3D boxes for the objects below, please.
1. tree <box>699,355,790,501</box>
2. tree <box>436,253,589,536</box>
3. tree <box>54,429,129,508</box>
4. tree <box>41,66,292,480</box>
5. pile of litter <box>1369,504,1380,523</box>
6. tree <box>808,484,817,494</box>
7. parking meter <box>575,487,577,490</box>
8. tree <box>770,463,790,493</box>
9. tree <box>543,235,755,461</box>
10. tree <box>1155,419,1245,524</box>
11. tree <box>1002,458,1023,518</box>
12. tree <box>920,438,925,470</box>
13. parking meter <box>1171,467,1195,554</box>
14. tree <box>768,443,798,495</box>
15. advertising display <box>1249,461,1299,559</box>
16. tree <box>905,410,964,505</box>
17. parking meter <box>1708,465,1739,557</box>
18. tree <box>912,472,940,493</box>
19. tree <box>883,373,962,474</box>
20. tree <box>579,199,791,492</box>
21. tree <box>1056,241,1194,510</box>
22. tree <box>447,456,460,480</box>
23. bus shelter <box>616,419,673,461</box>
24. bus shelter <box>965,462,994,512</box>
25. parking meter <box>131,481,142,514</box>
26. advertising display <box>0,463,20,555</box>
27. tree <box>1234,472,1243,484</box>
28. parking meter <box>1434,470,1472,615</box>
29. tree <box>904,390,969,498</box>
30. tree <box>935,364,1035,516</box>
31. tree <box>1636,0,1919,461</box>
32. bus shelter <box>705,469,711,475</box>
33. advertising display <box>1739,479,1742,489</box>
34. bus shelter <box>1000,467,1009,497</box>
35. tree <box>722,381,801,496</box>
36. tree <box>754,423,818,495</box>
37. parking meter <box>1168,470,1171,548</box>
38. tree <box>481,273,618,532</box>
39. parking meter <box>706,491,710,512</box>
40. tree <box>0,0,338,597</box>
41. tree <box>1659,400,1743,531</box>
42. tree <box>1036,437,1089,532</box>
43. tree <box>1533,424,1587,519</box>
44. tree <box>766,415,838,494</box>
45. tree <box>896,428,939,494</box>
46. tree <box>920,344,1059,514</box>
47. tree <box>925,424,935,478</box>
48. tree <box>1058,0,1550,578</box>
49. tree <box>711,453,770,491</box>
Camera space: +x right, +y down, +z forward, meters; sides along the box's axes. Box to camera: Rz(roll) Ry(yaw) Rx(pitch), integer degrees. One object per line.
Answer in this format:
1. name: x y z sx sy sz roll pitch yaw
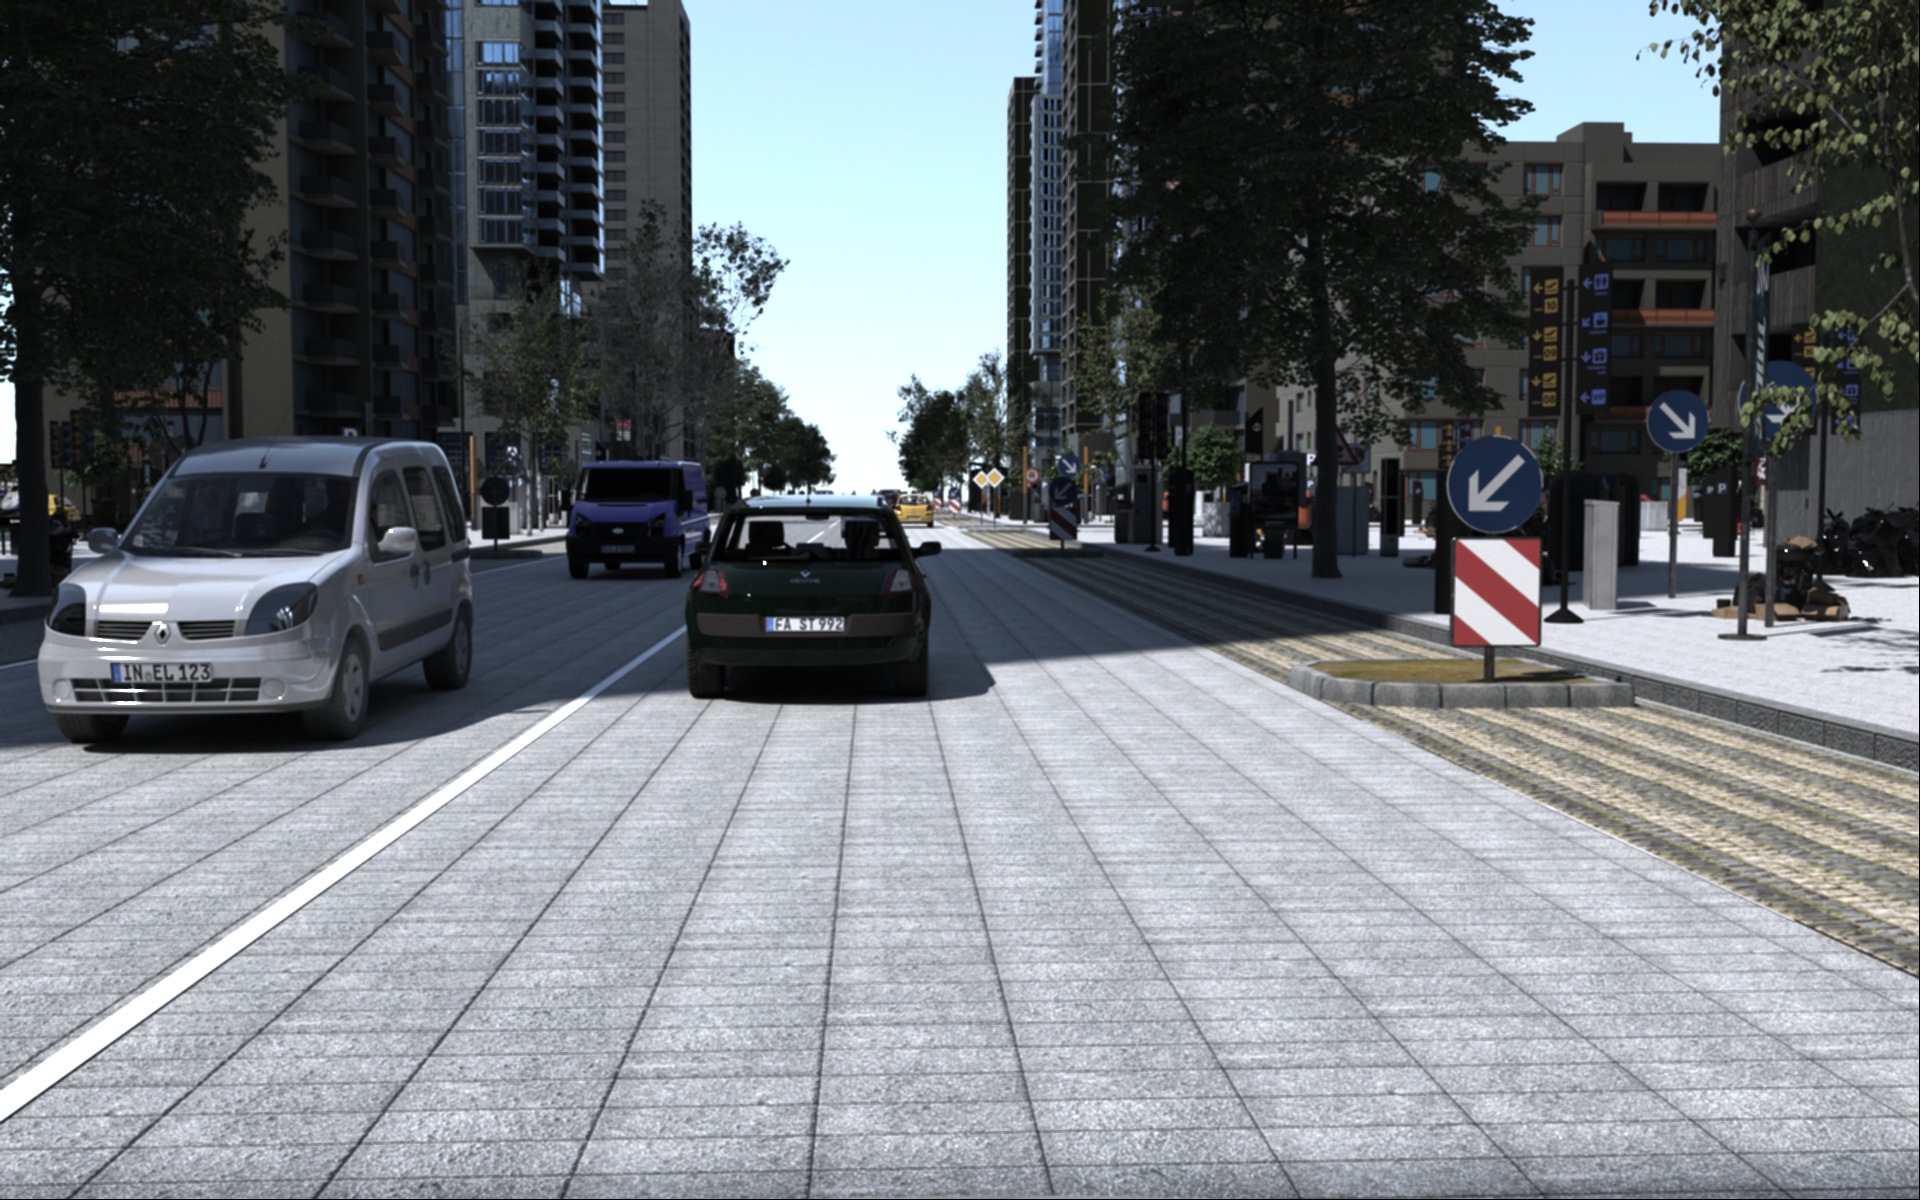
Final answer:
1. tree: -17.697 -13.702 142.157 7.486 12.596 7.792 0 3 0
2. tree: -13.329 -6.247 52.502 4.360 8.622 3.978 0 3 0
3. tree: -41.293 -6.028 82.272 4.285 4.588 4.351 0 3 0
4. tree: -13.350 -4.859 29.814 4.360 8.622 3.978 0 3 0
5. pile of litter: 18.747 -3.946 78.479 1.176 0.858 1.719 -1 4 -19
6. tree: -25.952 -21.360 299.600 4.737 8.622 4.395 0 3 0
7. parking meter: -31.331 -8.307 141.526 0.255 1.863 0.399 -2 4 -23
8. tree: -19.171 -11.946 179.024 4.285 4.588 4.351 0 3 0
9. tree: -14.892 -10.583 83.403 12.009 13.543 11.850 0 3 0
10. tree: 10.979 -5.576 74.889 4.285 4.588 4.351 0 3 0
11. tree: 2.949 -6.095 94.253 1.663 3.219 1.824 0 3 0
12. tree: -1.969 -13.928 178.089 4.737 8.622 4.395 0 3 0
13. parking meter: 4.801 -1.917 37.059 0.399 1.863 0.255 -3 5 -40
14. tree: -22.306 -16.357 217.796 4.360 8.622 3.978 0 3 0
15. advertising display: 6.236 -1.786 34.419 0.974 1.923 0.123 1 4 12
16. tree: -2.667 -17.172 206.518 9.928 11.665 9.643 0 3 0
17. parking meter: 15.549 -1.805 35.222 0.255 1.863 0.399 -2 4 -34
18. tree: -4.224 -16.165 248.013 4.285 4.588 4.351 0 3 0
19. tree: -5.615 -25.214 268.137 12.611 20.169 13.585 0 3 0
20. tree: -17.689 -15.674 112.154 12.611 20.169 13.585 0 3 0
21. tree: 4.882 -6.034 49.015 4.737 8.622 4.395 0 3 0
22. tree: -23.041 -5.009 76.498 1.663 3.219 1.824 0 3 0
23. bus shelter: -17.528 -7.238 95.965 2.179 5.291 8.768 0 4 -3
24. bus shelter: 1.415 -8.451 129.459 1.731 3.624 6.357 0 4 -3
25. parking meter: -36.365 -4.329 76.483 0.399 1.863 0.255 1 4 17
26. advertising display: -19.801 -1.907 36.400 0.974 1.923 0.123 1 4 19
27. tree: 17.636 -7.189 112.142 1.663 3.219 1.824 0 3 0
28. parking meter: 5.283 -0.619 18.533 0.372 1.533 0.369 0 3 0
29. tree: -2.380 -16.546 188.648 7.486 12.596 7.792 0 3 0
30. tree: 1.881 -9.096 99.085 4.737 8.622 4.395 0 3 0
31. tree: 6.808 -3.739 11.493 4.737 8.622 4.395 0 3 0
32. bus shelter: -19.240 -8.038 125.337 2.014 3.302 5.546 0 4 -3
33. advertising display: 34.183 -4.348 76.295 0.123 1.923 0.974 0 4 -8
34. bus shelter: 3.055 -9.395 144.884 1.731 3.624 6.357 0 4 -3
35. tree: -18.301 -14.241 158.595 9.928 11.665 9.643 0 3 0
36. tree: -21.672 -16.836 209.683 8.767 10.594 7.601 -2 4 -33
37. parking meter: 5.148 -2.195 41.599 0.255 1.863 0.399 1 4 12
38. tree: -13.949 -6.606 58.370 4.737 8.622 4.395 0 3 0
39. parking meter: -17.632 -6.884 120.961 0.372 1.533 0.369 0 3 0
40. tree: -11.901 -6.339 21.763 7.486 12.596 7.792 0 3 0
41. tree: 26.208 -4.710 60.723 4.285 4.588 4.351 0 3 0
42. tree: 3.682 -3.935 58.934 1.663 3.219 1.824 0 3 0
43. tree: 16.310 -3.284 48.292 1.663 3.219 1.824 0 3 0
44. tree: -23.442 -20.046 244.763 9.611 12.733 9.660 0 3 0
45. tree: -6.396 -23.479 290.536 9.857 13.997 8.962 0 3 0
46. tree: 1.768 -10.638 108.351 8.767 10.594 7.601 0 4 -7
47. tree: -0.199 -12.555 155.637 4.737 8.622 4.395 0 3 0
48. tree: 5.219 -6.615 26.281 7.486 12.596 7.792 0 3 0
49. tree: -17.881 -9.235 134.702 4.285 4.588 4.351 0 3 0
